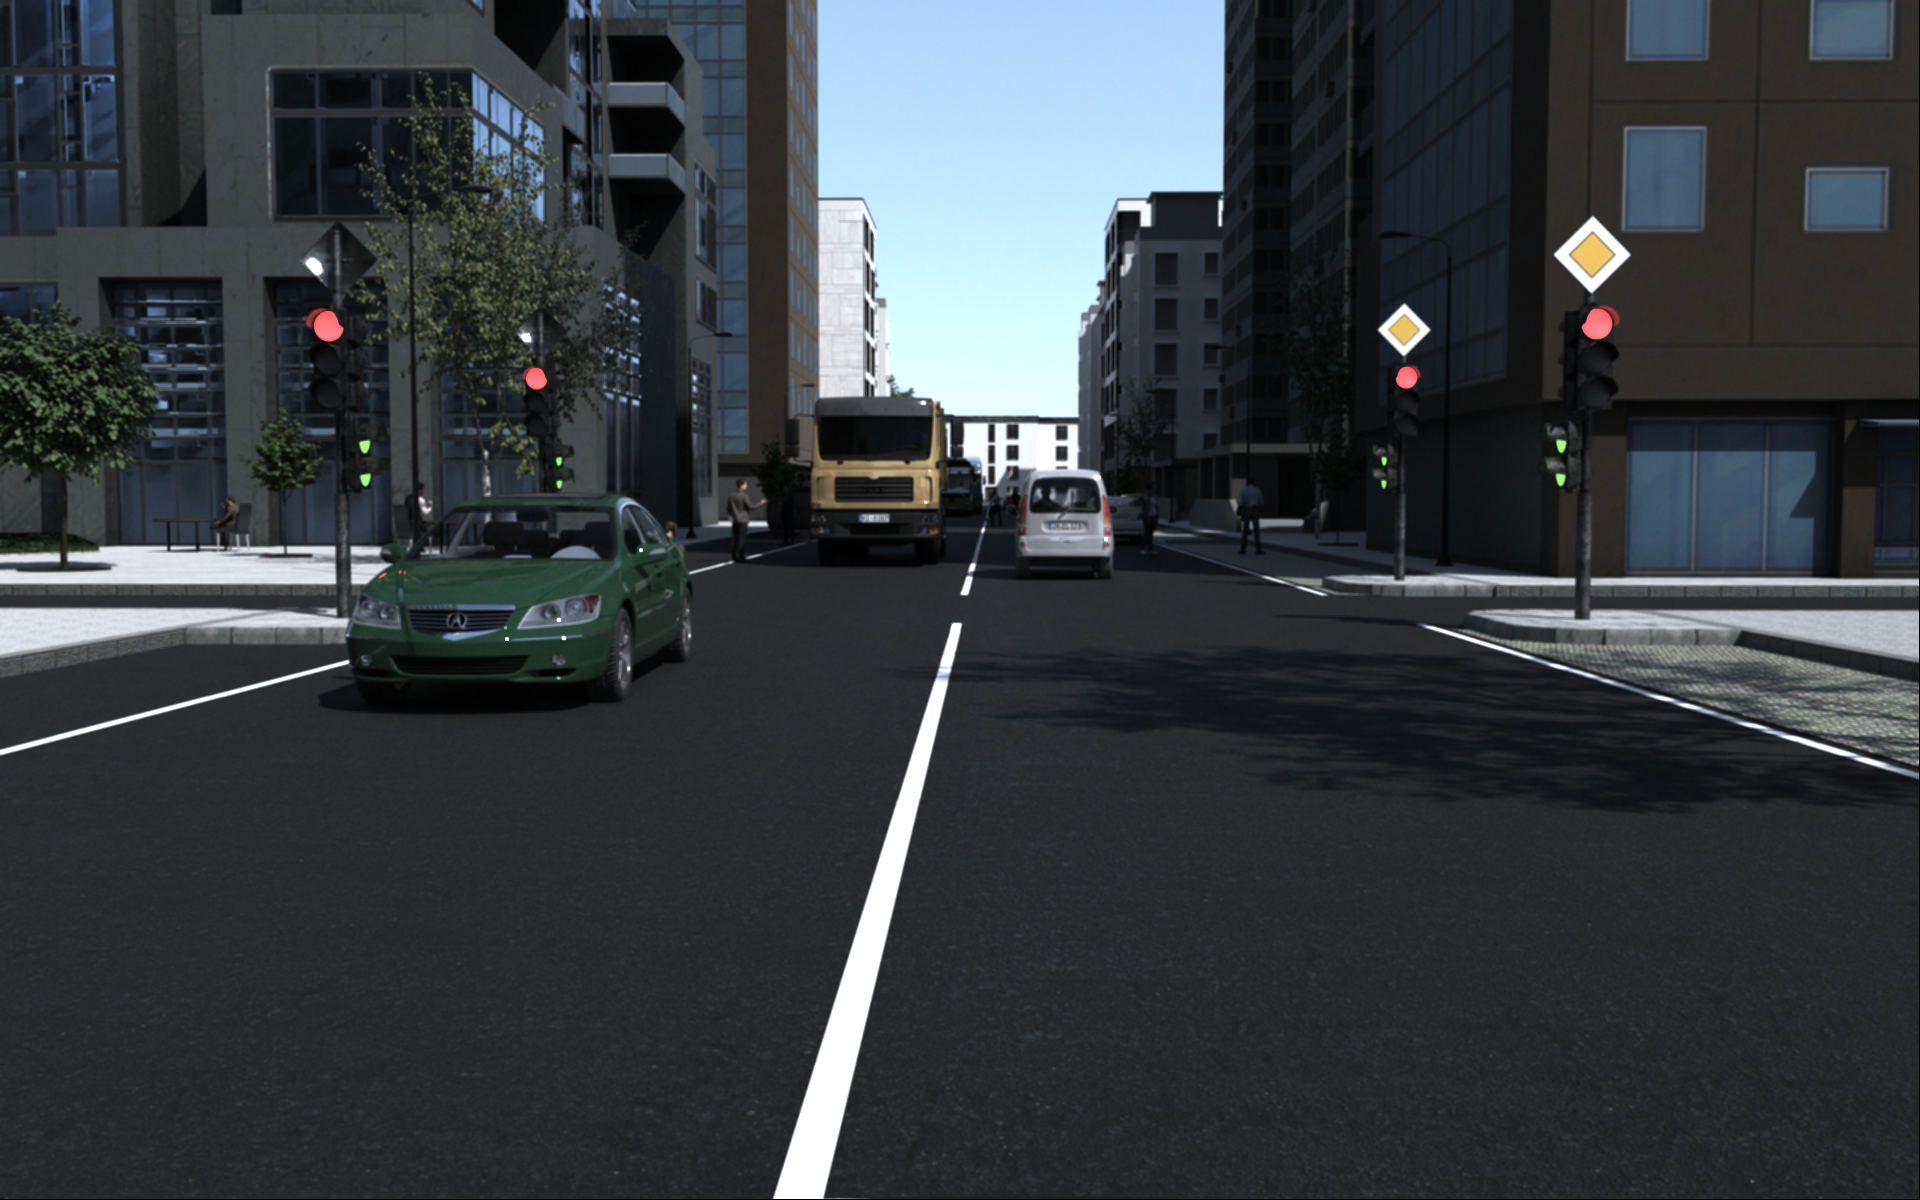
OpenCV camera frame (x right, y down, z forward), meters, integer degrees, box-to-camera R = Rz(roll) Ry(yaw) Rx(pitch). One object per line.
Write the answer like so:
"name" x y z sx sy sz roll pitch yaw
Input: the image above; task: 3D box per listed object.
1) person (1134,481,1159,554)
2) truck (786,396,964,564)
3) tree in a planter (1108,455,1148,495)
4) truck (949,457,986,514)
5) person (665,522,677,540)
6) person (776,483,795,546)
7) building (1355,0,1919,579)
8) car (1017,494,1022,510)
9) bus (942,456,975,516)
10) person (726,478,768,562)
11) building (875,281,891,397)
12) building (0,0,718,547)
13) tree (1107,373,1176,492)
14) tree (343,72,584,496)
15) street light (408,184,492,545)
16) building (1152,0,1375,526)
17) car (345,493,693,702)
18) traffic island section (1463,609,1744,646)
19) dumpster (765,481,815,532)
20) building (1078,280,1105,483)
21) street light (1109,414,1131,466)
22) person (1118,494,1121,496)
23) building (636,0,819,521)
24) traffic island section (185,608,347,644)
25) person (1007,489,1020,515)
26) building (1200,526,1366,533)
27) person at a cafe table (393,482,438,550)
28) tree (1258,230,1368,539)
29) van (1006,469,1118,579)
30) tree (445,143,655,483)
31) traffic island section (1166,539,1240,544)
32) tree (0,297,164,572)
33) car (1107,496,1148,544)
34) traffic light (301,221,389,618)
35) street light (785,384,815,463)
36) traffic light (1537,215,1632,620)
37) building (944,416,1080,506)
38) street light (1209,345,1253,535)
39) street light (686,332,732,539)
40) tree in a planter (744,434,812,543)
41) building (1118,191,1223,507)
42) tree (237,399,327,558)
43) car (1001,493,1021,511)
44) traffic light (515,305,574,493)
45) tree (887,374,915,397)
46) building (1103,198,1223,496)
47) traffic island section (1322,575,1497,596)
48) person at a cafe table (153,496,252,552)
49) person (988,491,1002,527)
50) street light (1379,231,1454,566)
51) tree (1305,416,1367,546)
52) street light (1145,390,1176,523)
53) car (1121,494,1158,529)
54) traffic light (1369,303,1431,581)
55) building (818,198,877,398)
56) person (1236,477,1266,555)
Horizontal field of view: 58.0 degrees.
"person" 4.503 -1.960 41.275 0.841 1.734 0.376 -3 5 -42
"truck" -1.624 -2.537 37.411 3.469 3.379 9.791 0 4 1
"tree in a planter" 7.553 -4.941 78.005 1.991 3.239 1.994 0 4 1
"truck" 0.482 -8.739 132.641 2.967 4.110 18.799 0 4 1
"person" -6.205 -1.205 36.131 0.695 0.859 0.347 2 4 27
"person" -4.878 -2.393 48.326 0.504 1.737 0.576 -3 5 -44
"building" 15.963 -23.326 31.497 14.200 45.320 14.600 0 4 1
"car" 5.927 -8.769 155.166 2.131 1.459 4.920 0 4 2
"bus" -0.366 -7.668 116.913 2.896 3.916 12.252 0 4 2
"person" -4.498 -1.686 36.594 0.750 1.759 0.617 -2 4 -34
"building" -14.025 -18.054 151.602 16.016 20.091 11.380 0 4 1
"building" -19.622 -45.399 54.946 22.319 86.520 31.000 0 4 1
"tree" 11.040 -9.419 104.356 4.360 8.622 3.978 0 3 0
"tree" -8.461 -4.891 30.335 4.737 8.622 4.395 0 3 0
"street light" -7.718 -3.279 26.154 1.470 5.913 1.316 0 4 1
"building" 26.491 -24.227 87.999 32.217 40.220 23.993 0 4 1
"car" -3.229 -0.102 13.462 2.131 1.459 4.920 0 4 0
"traffic island section" 6.392 0.278 17.730 2.009 0.180 2.903 0 4 1
"dumpster" -5.523 -3.037 57.867 1.865 1.857 1.264 0 4 0
"building" 18.943 -18.486 158.669 16.016 20.091 11.380 0 4 1
"street light" 9.335 -7.839 100.707 1.470 5.913 1.316 0 4 1
"person" 10.239 -6.203 107.606 1.348 1.807 0.705 3 4 37
"building" -14.717 -26.700 86.658 14.600 45.320 14.200 0 4 1
"traffic island section" -6.407 0.263 17.980 2.009 0.180 2.903 0 4 1
"person" 3.734 -6.753 119.041 0.705 1.807 1.348 3 5 43
"building" 25.513 -22.725 63.443 32.217 40.220 23.993 0 4 1
"person at a cafe table" -10.712 -1.629 35.148 1.698 1.524 1.622 2 4 32
"tree" 10.480 -6.059 49.435 4.737 8.622 4.395 0 3 0
"van" 1.813 -1.444 30.614 2.013 2.044 4.112 0 4 2
"tree" -8.808 -5.318 37.307 4.360 8.622 3.978 0 3 0
"traffic island section" 7.009 -1.682 50.374 1.991 0.108 1.994 0 4 1
"tree" -15.087 -2.771 29.013 4.285 4.588 4.351 0 3 0
"car" 4.451 -2.355 50.867 2.083 1.381 4.827 0 4 0
"traffic light" -6.367 -1.769 17.844 0.839 4.253 0.868 0 4 1
"street light" -6.824 -6.155 73.170 1.470 5.913 1.316 0 4 1
"traffic light" 6.352 -1.755 17.617 0.839 4.253 0.868 0 4 1
"building" 8.438 -15.148 189.820 28.070 9.664 9.099 0 4 1
"street light" 8.479 -4.993 54.181 1.470 5.913 1.316 0 4 1
"street light" -7.235 -4.732 49.907 1.470 5.913 1.316 0 4 1
"tree in a planter" -5.443 -3.303 51.224 1.991 3.239 1.994 0 4 1
"building" 18.640 -15.759 114.085 16.016 20.091 11.380 0 4 1
"tree" -13.867 -2.483 35.196 1.663 3.219 1.824 0 3 0
"car" 4.472 -8.355 145.644 2.155 1.783 4.494 0 4 1
"traffic light" -6.214 -2.257 25.828 0.839 4.253 0.868 0 4 1
"tree" -7.061 -14.980 163.056 7.486 12.596 7.792 0 3 0
"building" 25.118 -17.857 135.938 27.936 21.610 32.646 0 4 1
"traffic island section" 6.545 -0.210 25.714 2.009 0.180 2.903 0 4 1
"person at a cafe table" -16.746 -1.707 38.763 1.726 1.238 1.698 1 4 11
"person" 1.532 -4.000 76.105 0.614 1.554 0.590 -3 5 -43
"street light" 8.097 -3.559 30.738 1.470 5.913 1.316 0 4 1
"tree" 9.385 -2.979 43.315 1.663 3.219 1.824 0 3 0
"street light" 8.944 -6.416 77.443 1.470 5.913 1.316 0 4 1
"car" 7.217 -3.754 71.602 2.015 1.641 3.980 0 4 2
"traffic light" 6.505 -2.243 25.601 0.839 4.253 0.868 0 4 1
"building" -20.655 -16.749 117.817 27.936 21.610 32.646 0 4 1
"person" 6.882 -1.993 40.950 0.709 1.838 0.599 1 4 8
